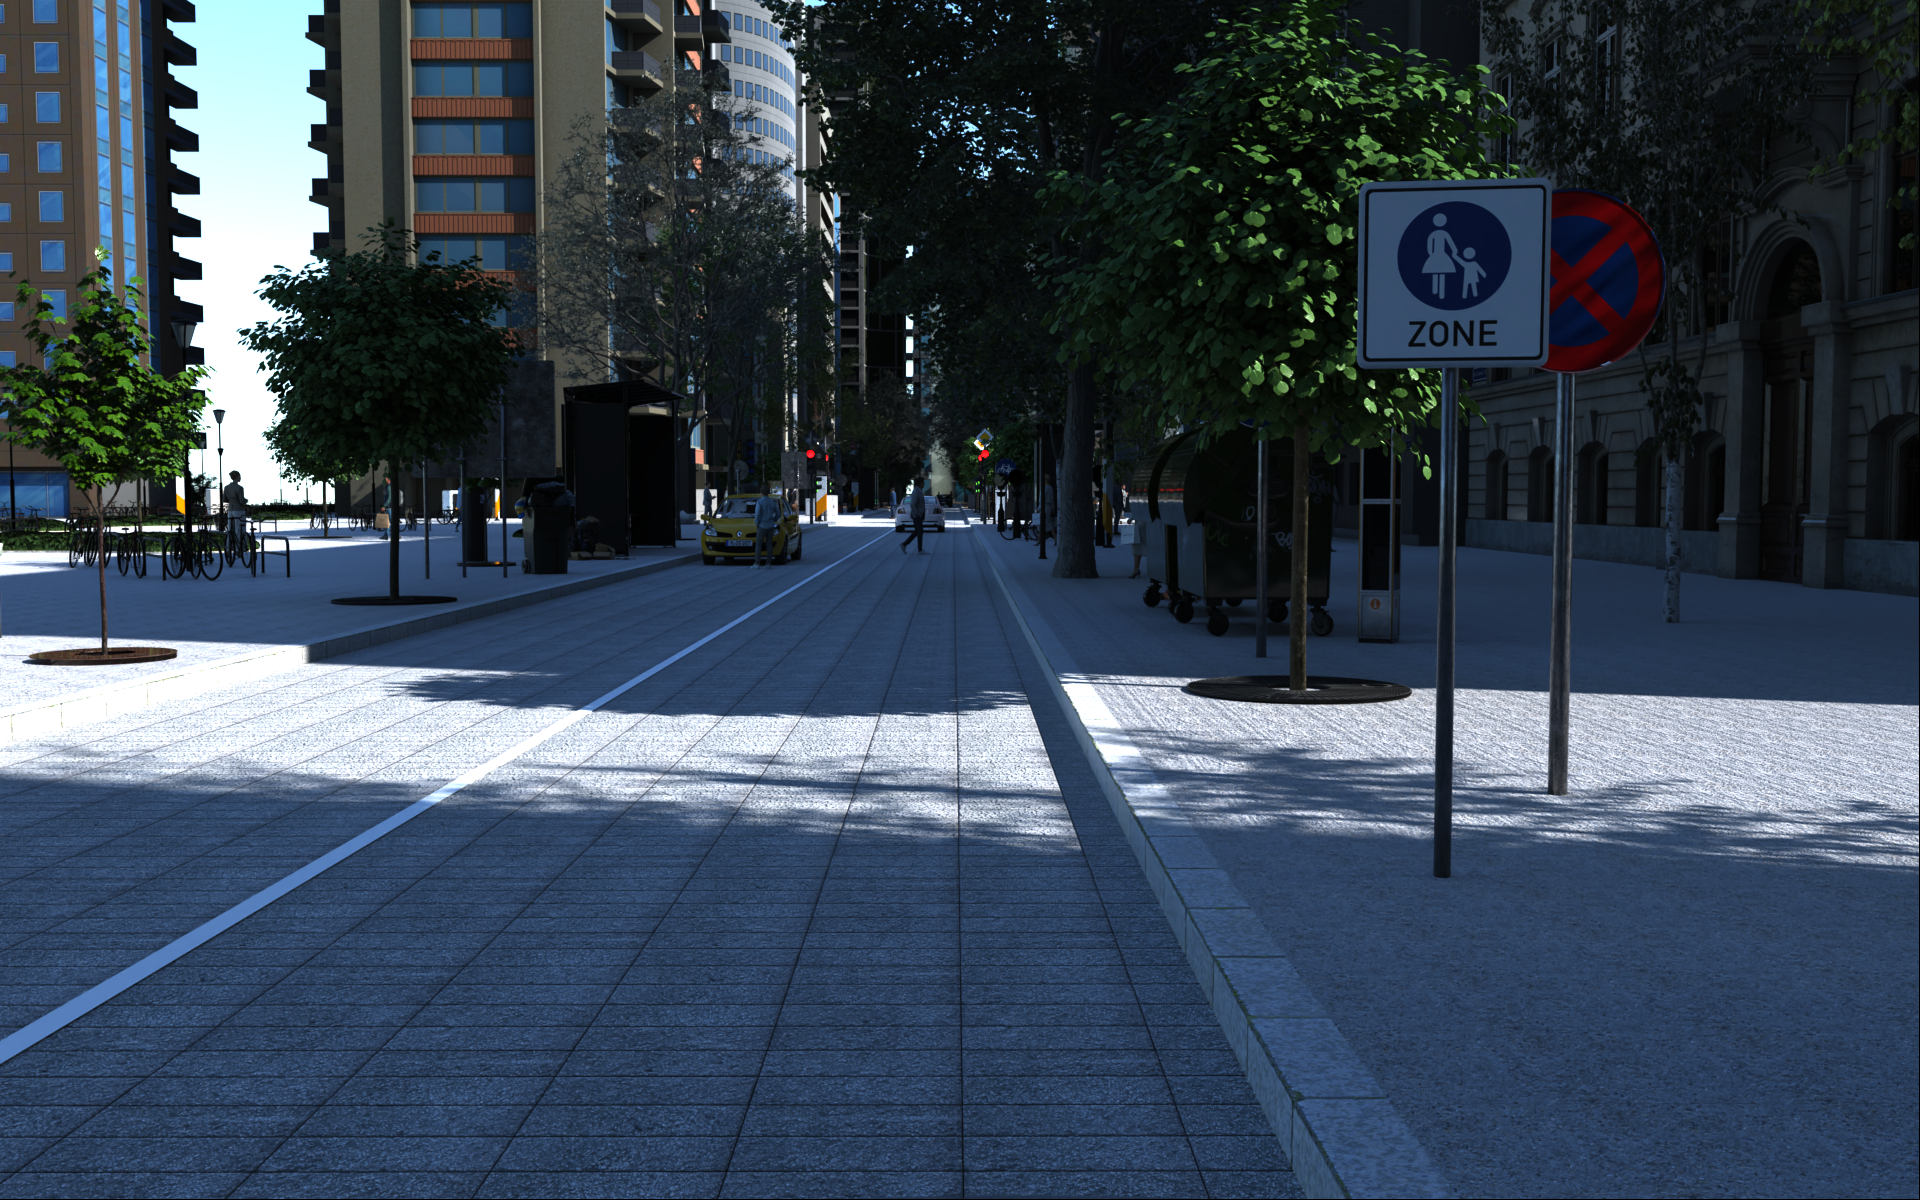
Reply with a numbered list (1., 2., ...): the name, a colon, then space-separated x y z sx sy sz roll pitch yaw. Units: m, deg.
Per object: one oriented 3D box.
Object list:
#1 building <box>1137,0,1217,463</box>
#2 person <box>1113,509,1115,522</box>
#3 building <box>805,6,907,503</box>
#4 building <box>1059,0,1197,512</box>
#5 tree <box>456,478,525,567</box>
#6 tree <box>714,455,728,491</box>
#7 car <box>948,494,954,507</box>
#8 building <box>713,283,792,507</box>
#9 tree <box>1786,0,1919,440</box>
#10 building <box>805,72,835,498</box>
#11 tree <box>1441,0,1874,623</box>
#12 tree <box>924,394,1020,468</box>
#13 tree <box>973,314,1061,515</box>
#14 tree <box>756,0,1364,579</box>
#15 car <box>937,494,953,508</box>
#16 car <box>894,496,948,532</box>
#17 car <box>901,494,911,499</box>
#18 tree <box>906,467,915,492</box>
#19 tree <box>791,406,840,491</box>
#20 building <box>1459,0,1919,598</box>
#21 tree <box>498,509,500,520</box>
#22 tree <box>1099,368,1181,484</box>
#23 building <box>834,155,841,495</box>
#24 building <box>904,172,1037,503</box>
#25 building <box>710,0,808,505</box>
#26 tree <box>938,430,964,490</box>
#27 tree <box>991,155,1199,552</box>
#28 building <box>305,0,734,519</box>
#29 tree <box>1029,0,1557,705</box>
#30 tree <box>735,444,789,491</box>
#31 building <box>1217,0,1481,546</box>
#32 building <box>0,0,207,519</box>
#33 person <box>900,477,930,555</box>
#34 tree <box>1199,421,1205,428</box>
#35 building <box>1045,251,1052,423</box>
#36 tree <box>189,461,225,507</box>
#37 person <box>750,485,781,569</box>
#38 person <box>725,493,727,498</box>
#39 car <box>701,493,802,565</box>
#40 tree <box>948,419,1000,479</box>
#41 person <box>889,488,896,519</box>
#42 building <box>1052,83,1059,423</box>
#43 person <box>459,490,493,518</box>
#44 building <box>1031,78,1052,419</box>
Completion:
1. building: 26.185 -48.175 100.325 31.000 86.520 22.319 0 4 0
2. person: 6.852 -4.163 76.834 0.678 1.792 0.850 -1 4 -21
3. building: -18.524 -50.105 257.472 20.611 71.187 20.563 0 4 0
4. building: 15.379 -28.443 148.634 14.154 41.232 14.086 0 4 0
5. tree: -8.449 -2.212 30.775 1.663 3.219 1.824 0 3 0
6. tree: -16.079 -8.578 123.961 4.285 4.588 4.351 0 3 0
7. car: -1.733 -11.548 198.598 2.009 1.686 4.222 0 4 1
8. building: -28.790 -18.044 140.061 27.650 21.520 28.899 0 4 0
9. tree: 7.646 -3.792 12.366 4.737 8.622 4.395 0 3 0
10. building: -25.611 -35.000 195.952 21.300 48.544 21.600 0 4 0
11. tree: 6.863 -4.079 17.046 4.360 8.622 3.978 0 3 0
12. tree: 1.637 -11.851 128.172 8.767 10.594 7.601 -1 4 -18
13. tree: 1.623 -12.036 107.164 12.009 13.543 11.850 0 3 0
14. tree: 1.795 -7.318 26.302 9.857 13.997 8.962 0 3 0
15. car: -1.771 -10.600 183.099 2.009 1.686 4.222 0 4 -1
16. car: -1.502 -3.290 66.145 2.083 1.381 4.827 0 4 0
17. car: -4.964 -10.142 174.614 1.959 1.807 4.718 0 4 1
18. tree: -7.078 -16.119 213.907 4.737 8.622 4.395 0 3 0
19. tree: -11.420 -11.474 137.969 4.737 8.622 4.395 0 3 0
20. building: 17.420 -12.546 24.207 14.460 24.649 34.723 0 4 0
21. tree: -23.523 -8.359 87.027 4.737 8.622 4.395 0 3 0
22. tree: 6.592 -6.618 58.566 4.360 8.622 3.978 0 3 0
23. building: -22.538 -34.720 217.782 14.200 45.320 14.600 0 4 0
24. building: 7.003 -39.172 260.073 30.456 49.044 23.786 0 4 0
25. building: -26.808 -38.433 170.383 21.231 58.520 28.212 0 4 0
26. tree: 2.181 -17.734 206.964 9.611 12.733 9.660 0 3 0
27. tree: 2.295 -5.345 37.754 4.737 8.622 4.395 0 3 0
28. building: -25.482 -27.396 102.548 22.147 44.769 28.867 0 4 0
29. tree: 2.257 -1.672 11.058 4.285 4.588 4.351 0 3 0
30. tree: -12.016 -7.933 113.414 4.285 4.588 4.351 0 3 0
31. building: 16.506 -15.897 53.423 14.314 27.812 24.014 0 4 0
32. building: -51.913 -27.215 95.074 14.200 45.320 14.600 0 4 0
33. person: -1.083 -2.008 41.171 0.795 1.843 0.661 1 4 12
34. tree: 6.725 -5.896 46.762 4.737 8.622 4.395 0 3 0
35. building: 15.968 -25.488 188.429 14.160 30.474 14.107 0 4 0
36. tree: -63.110 -14.050 131.543 13.155 14.587 18.604 -1 4 -21
37. person: -3.737 -1.404 33.272 0.589 1.601 0.330 -2 4 -30
38. person: -10.453 -4.280 78.962 0.515 1.767 0.782 2 4 23
39. car: -4.344 -1.599 36.364 2.015 1.641 3.980 0 4 1
40. tree: 1.927 -15.768 175.935 7.486 12.596 7.792 0 3 0
41. person: -3.857 -5.541 99.282 0.419 1.800 0.721 0 4 -4
42. building: 16.495 -31.999 173.296 14.600 45.320 14.200 0 4 0
43. person: -11.341 -2.099 40.639 0.678 1.792 0.850 -3 4 -37
44. building: 23.305 -37.932 209.423 28.713 52.752 27.495 0 4 0
